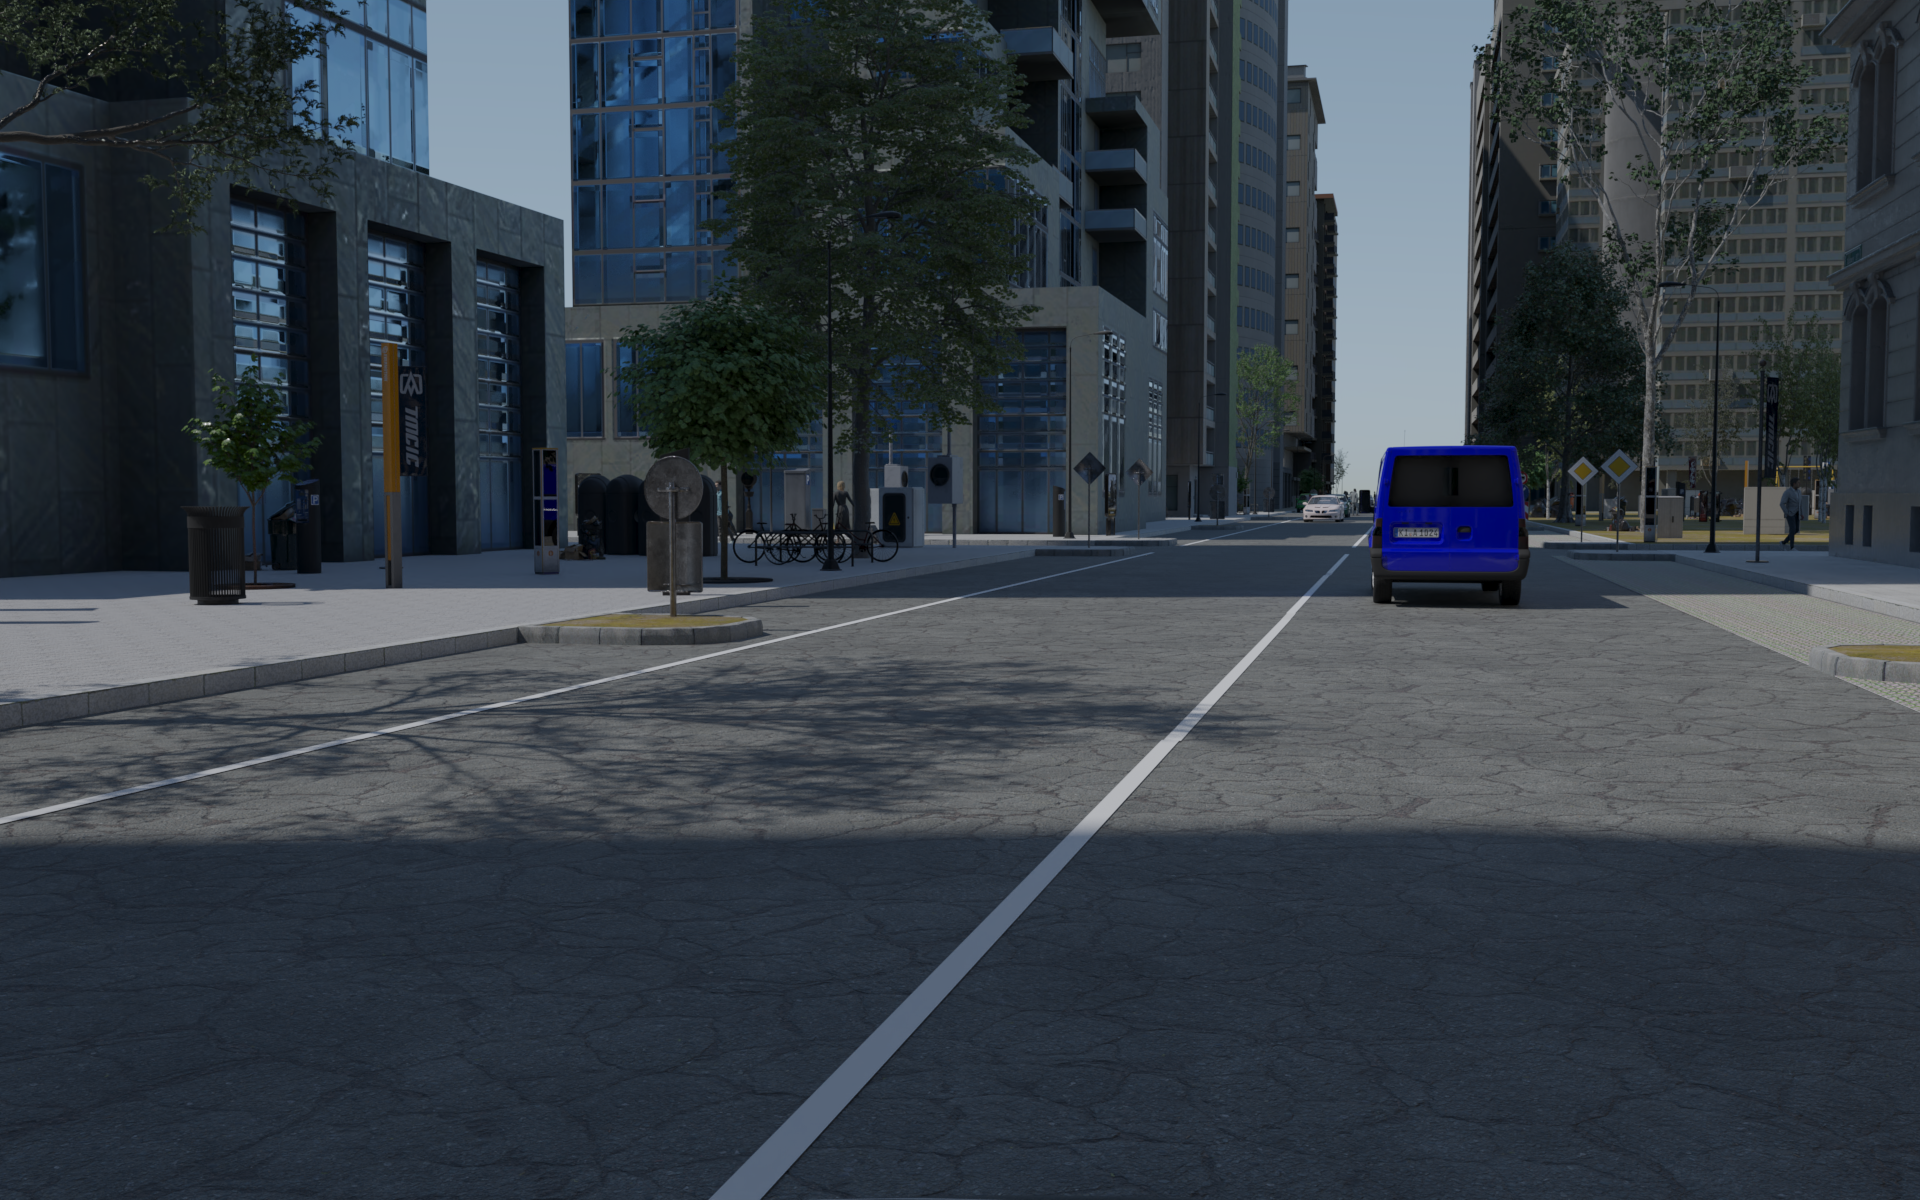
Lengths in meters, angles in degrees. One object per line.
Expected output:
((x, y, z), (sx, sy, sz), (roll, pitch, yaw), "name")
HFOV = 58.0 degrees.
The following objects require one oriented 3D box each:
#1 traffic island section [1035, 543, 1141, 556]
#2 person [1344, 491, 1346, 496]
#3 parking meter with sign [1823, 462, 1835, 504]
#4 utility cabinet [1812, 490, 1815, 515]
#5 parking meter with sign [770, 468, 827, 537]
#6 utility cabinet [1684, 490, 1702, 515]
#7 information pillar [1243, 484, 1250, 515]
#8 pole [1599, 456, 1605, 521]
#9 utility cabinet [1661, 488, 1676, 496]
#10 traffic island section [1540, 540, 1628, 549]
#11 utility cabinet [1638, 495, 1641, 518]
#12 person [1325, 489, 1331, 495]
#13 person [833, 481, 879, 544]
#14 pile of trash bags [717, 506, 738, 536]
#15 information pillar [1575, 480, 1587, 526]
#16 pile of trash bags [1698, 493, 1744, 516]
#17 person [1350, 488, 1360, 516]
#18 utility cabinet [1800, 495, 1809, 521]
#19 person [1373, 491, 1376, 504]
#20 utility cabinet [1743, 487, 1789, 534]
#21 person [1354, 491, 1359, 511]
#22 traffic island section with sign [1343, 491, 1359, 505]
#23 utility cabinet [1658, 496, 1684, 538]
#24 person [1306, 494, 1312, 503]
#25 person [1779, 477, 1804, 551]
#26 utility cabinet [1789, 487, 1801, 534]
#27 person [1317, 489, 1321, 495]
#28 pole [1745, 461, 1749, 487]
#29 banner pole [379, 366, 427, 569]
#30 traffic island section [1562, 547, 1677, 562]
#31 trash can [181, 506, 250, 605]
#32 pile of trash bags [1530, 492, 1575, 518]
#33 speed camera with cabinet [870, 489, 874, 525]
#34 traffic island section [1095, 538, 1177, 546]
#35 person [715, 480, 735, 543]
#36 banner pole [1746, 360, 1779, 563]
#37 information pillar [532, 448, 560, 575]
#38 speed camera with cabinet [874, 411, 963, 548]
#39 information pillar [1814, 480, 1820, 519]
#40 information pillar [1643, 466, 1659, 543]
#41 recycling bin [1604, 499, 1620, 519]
((3.054, -1.163, 41.302), (2.009, 0.180, 2.903), (1, 4, 14), "traffic island section")
((41.967, -11.022, 188.792), (0.705, 1.814, 1.350), (0, 4, 2), "person")
((47.476, -5.970, 93.871), (1.738, 3.016, 0.543), (-2, 4, -24), "parking meter with sign")
((53.107, -5.998, 106.740), (1.173, 1.500, 0.318), (-1, 4, -15), "utility cabinet")
((-4.840, -3.381, 51.542), (1.738, 3.016, 0.543), (1, 4, 14), "parking meter with sign")
((43.607, -5.782, 103.212), (1.173, 1.500, 0.318), (-1, 4, -18), "utility cabinet")
((17.968, -6.365, 108.560), (0.304, 2.012, 0.304), (-3, 4, -38), "information pillar")
((30.493, -5.408, 82.269), (0.158, 3.312, 0.155), (0, 3, 0), "pole")
((26.687, -3.463, 65.294), (0.318, 1.500, 1.173), (1, 4, 11), "utility cabinet")
((16.557, -1.456, 46.090), (2.009, 0.180, 2.903), (1, 4, 14), "traffic island section")
((37.442, -5.083, 94.274), (1.020, 1.237, 0.306), (-1, 4, -11), "utility cabinet")
((26.728, -7.177, 125.857), (1.348, 1.822, 0.705), (-1, 4, -15), "person")
((-2.984, -2.462, 48.970), (1.509, 1.804, 0.699), (1, 4, 20), "person")
((-8.497, -2.672, 53.447), (3.447, 1.369, 1.912), (2, 4, 34), "pile of trash bags")
((24.764, -3.950, 69.081), (0.304, 2.012, 0.304), (-3, 4, -38), "information pillar")
((43.931, -5.530, 100.175), (3.447, 1.369, 1.912), (-2, 4, -29), "pile of trash bags")
((26.162, -6.494, 114.775), (0.635, 1.810, 0.391), (3, 4, 36), "person")
((40.419, -4.434, 83.651), (1.020, 1.237, 0.306), (2, 4, 33), "utility cabinet")
((59.350, -14.644, 248.026), (0.705, 1.812, 1.348), (1, 4, 18), "person")
((25.363, -2.809, 54.608), (1.173, 1.500, 0.318), (1, 4, 20), "utility cabinet")
((34.392, -8.690, 150.586), (0.705, 1.823, 1.348), (0, 4, -6), "person")
((57.109, -14.888, 252.054), (1.989, 1.847, 2.006), (1, 4, 14), "traffic island section with sign")
((20.420, -2.388, 50.212), (1.020, 1.237, 0.306), (0, 4, -7), "utility cabinet")
((25.652, -7.070, 127.315), (0.599, 1.433, 0.991), (2, 4, 35), "person")
((20.392, -2.092, 42.557), (0.661, 1.843, 0.795), (-1, 4, -21), "person")
((26.252, -2.845, 55.193), (1.173, 1.500, 0.318), (-2, 4, -26), "utility cabinet")
((28.454, -7.847, 136.939), (0.705, 1.807, 1.348), (2, 4, 33), "person")
((48.130, -6.860, 106.006), (0.158, 3.312, 0.155), (0, 3, 0), "pole")
((-9.571, -2.431, 29.767), (0.863, 3.779, 0.401), (-2, 4, -25), "banner pole")
((14.573, -0.983, 38.354), (2.009, 0.180, 2.903), (1, 4, 14), "traffic island section")
((-8.660, -0.522, 20.184), (0.748, 1.137, 0.748), (0, 3, 0), "trash can")
((32.487, -5.161, 94.136), (1.912, 1.369, 3.447), (3, 5, 43), "pile of trash bags")
((-2.191, -3.603, 53.243), (0.660, 3.252, 2.038), (1, 4, 18), "speed camera with cabinet")
((5.038, -1.636, 49.037), (2.009, 0.180, 2.903), (1, 4, 14), "traffic island section")
((-6.647, -2.468, 48.864), (0.620, 1.820, 0.660), (-2, 4, -33), "person")
((15.143, -2.600, 32.525), (0.863, 3.779, 0.401), (-3, 4, -38), "banner pole")
((-6.610, -1.417, 27.656), (0.304, 2.012, 0.304), (-3, 5, -40), "information pillar")
((-0.947, -2.874, 41.325), (2.038, 3.252, 0.660), (2, 4, 29), "speed camera with cabinet")
((44.278, -5.192, 89.383), (0.304, 2.012, 0.304), (2, 4, 27), "information pillar")
((18.356, -2.538, 45.981), (0.304, 2.012, 0.304), (2, 4, 33), "information pillar")
((33.403, -4.665, 88.831), (0.722, 1.027, 0.722), (2, 4, 29), "recycling bin")
